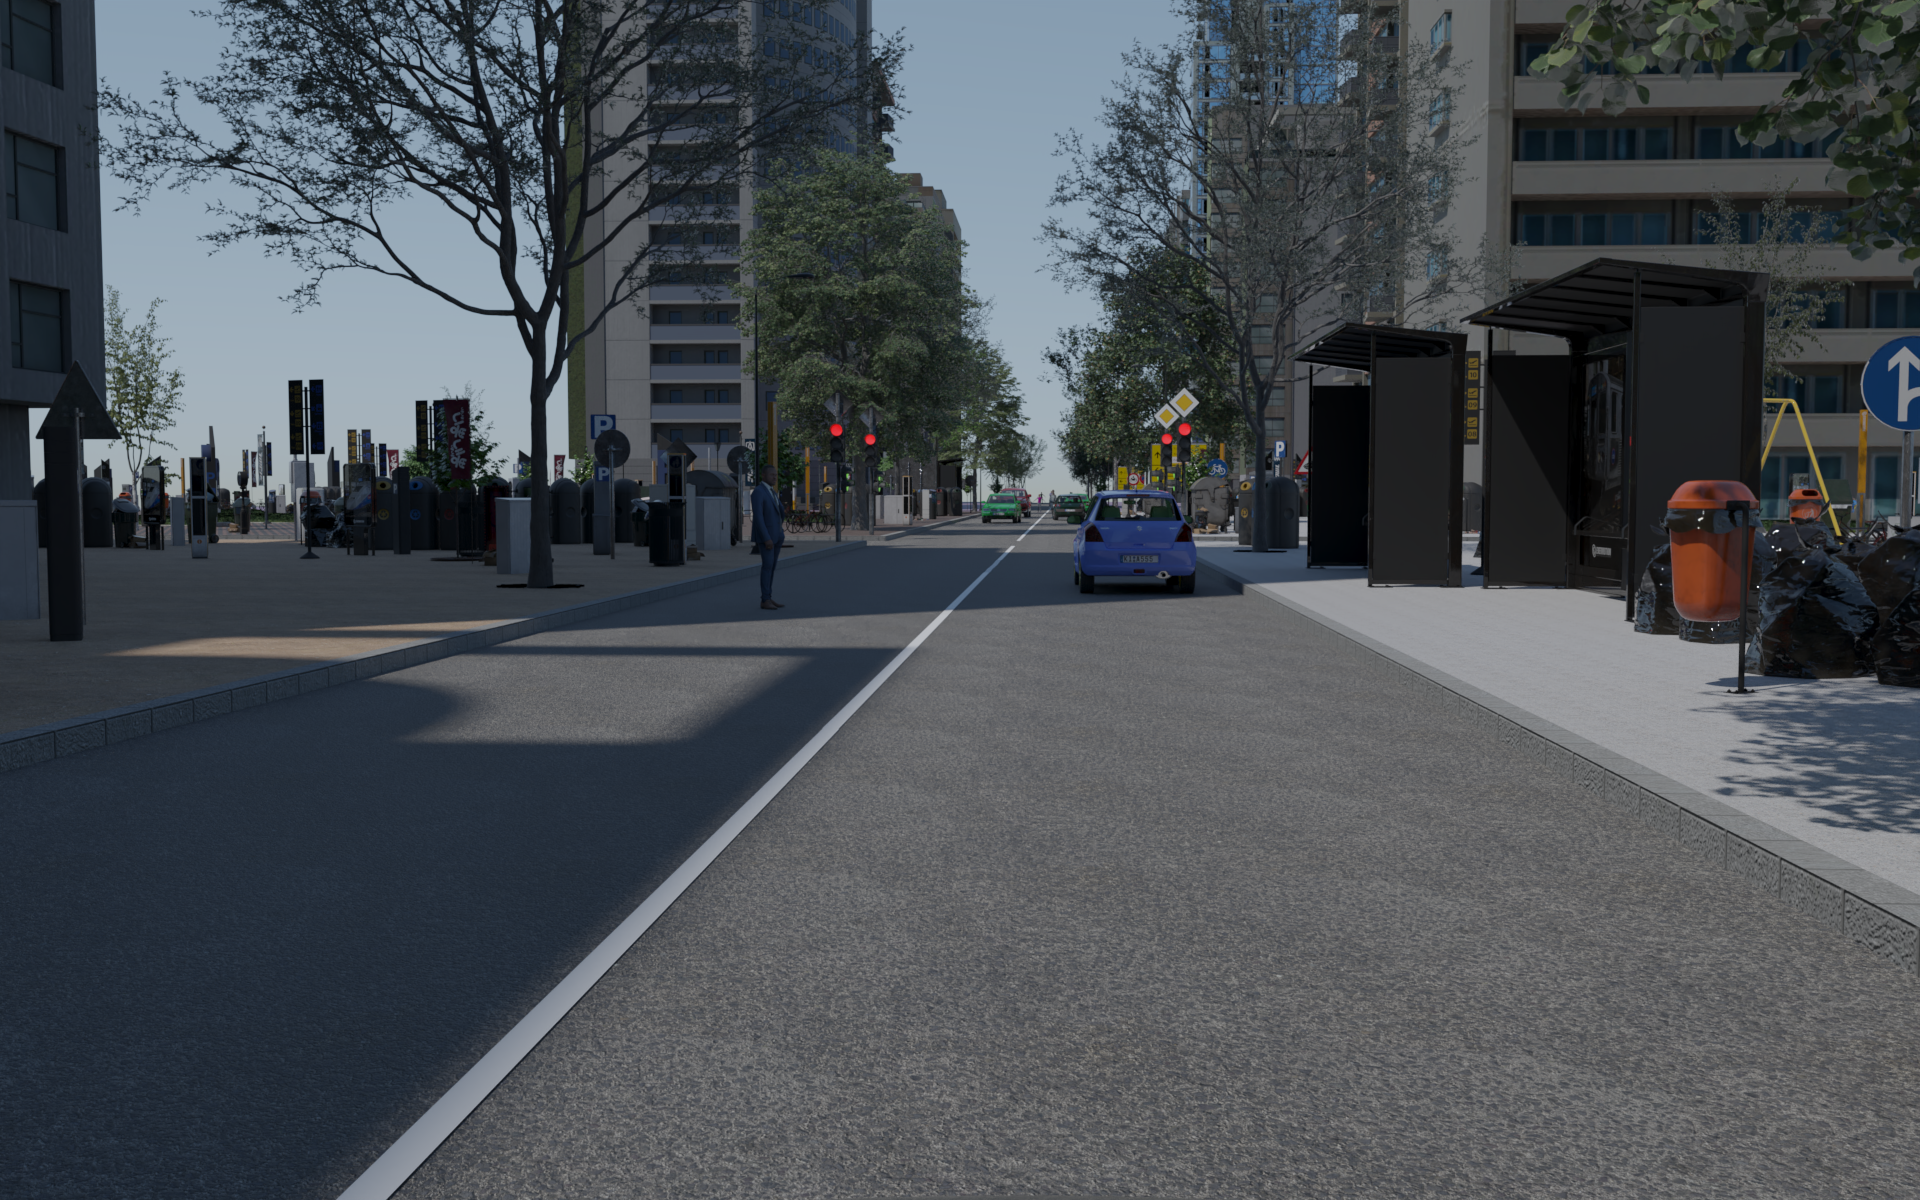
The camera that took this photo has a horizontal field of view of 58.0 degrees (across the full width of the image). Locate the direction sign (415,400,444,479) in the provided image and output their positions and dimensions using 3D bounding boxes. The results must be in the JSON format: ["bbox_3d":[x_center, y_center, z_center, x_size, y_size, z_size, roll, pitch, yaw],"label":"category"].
[{"bbox_3d":[-12.737,-3.043,41.755,0.876,3.537,0.379,1,4,22],"label":"direction sign"}]

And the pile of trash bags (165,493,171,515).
[{"bbox_3d":[-47.051,-5.666,102.387,1.912,1.369,3.447,-2,4,-29],"label":"pile of trash bags"}]

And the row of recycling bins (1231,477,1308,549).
[{"bbox_3d":[7.543,-2.145,42.180,1.069,1.692,3.534,0,4,-2],"label":"row of recycling bins"}]

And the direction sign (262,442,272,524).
[{"bbox_3d":[-30.033,-5.076,74.989,0.379,3.537,0.876,1,4,11],"label":"direction sign"}]

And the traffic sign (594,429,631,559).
[{"bbox_3d":[-6.831,-2.072,33.987,0.768,2.556,0.104,1,4,13],"label":"traffic sign"}]

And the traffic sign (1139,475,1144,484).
[{"bbox_3d":[10.435,-5.930,97.055,0.768,2.556,0.104,0,4,5],"label":"traffic sign"}]

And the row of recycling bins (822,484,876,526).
[{"bbox_3d":[-4.499,-3.872,70.424,1.069,1.692,3.534,-2,4,-32],"label":"row of recycling bins"}]

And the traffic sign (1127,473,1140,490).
[{"bbox_3d":[10.337,-6.312,103.301,0.768,2.556,0.104,1,4,9],"label":"traffic sign"}]

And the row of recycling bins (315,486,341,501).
[{"bbox_3d":[-46.649,-7.278,126.102,3.534,1.692,1.069,1,4,12],"label":"row of recycling bins"}]

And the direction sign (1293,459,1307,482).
[{"bbox_3d":[21.972,-7.343,112.050,0.876,3.537,0.379,1,4,13],"label":"direction sign"}]

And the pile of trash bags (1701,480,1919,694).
[{"bbox_3d":[6.237,-0.132,11.916,3.447,1.369,1.912,-2,4,-24],"label":"pile of trash bags"}]

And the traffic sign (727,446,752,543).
[{"bbox_3d":[-5.761,-2.774,45.465,0.768,2.556,0.104,1,4,9],"label":"traffic sign"}]

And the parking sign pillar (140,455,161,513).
[{"bbox_3d":[-56.041,-8.044,119.991,1.447,3.967,1.447,3,5,45],"label":"parking sign pillar"}]

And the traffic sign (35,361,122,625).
[{"bbox_3d":[-8.601,-1.034,16.904,0.884,2.594,0.081,0,4,5],"label":"traffic sign"}]

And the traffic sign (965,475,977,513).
[{"bbox_3d":[0.720,-7.052,115.405,0.768,2.556,0.104,0,4,6],"label":"traffic sign"}]

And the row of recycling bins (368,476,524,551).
[{"bbox_3d":[-11.972,-1.996,39.744,3.534,1.692,1.069,0,4,6],"label":"row of recycling bins"}]

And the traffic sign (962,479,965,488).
[{"bbox_3d":[0.066,-7.244,120.560,0.606,2.300,0.079,0,4,4],"label":"traffic sign"}]

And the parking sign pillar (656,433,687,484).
[{"bbox_3d":[-12.721,-5.381,76.456,1.447,3.967,1.447,0,4,2],"label":"parking sign pillar"}]

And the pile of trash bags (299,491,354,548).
[{"bbox_3d":[-15.374,-2.017,42.737,3.447,1.369,1.912,3,5,43],"label":"pile of trash bags"}]

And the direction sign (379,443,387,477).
[{"bbox_3d":[-25.894,-5.197,76.974,0.876,3.537,0.379,-3,4,-36],"label":"direction sign"}]

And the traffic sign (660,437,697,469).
[{"bbox_3d":[-5.723,-2.081,35.216,0.795,2.450,0.064,1,4,9],"label":"traffic sign"}]

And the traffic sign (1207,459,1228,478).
[{"bbox_3d":[9.256,-3.811,62.418,0.768,2.556,0.104,1,4,12],"label":"traffic sign"}]

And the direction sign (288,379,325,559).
[{"bbox_3d":[-12.925,-2.589,34.322,0.876,3.537,0.379,1,4,23],"label":"direction sign"}]

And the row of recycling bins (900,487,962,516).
[{"bbox_3d":[-1.588,-5.753,101.179,3.534,1.692,1.069,1,4,10],"label":"row of recycling bins"}]

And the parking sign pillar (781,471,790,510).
[{"bbox_3d":[-9.186,-6.014,86.800,1.447,3.967,1.447,-3,4,-36],"label":"parking sign pillar"}]

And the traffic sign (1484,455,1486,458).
[{"bbox_3d":[8.230,-1.573,25.719,0.884,2.594,0.081,1,4,13],"label":"traffic sign"}]

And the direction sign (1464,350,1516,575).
[{"bbox_3d":[8.305,-2.166,27.405,0.876,3.537,0.379,1,4,10],"label":"direction sign"}]

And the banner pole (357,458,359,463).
[{"bbox_3d":[-41.791,-8.006,120.908,0.401,3.779,0.863,2,4,34],"label":"banner pole"}]

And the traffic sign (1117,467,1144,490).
[{"bbox_3d":[12.789,-8.212,128.138,2.265,3.308,0.079,0,4,6],"label":"traffic sign"}]

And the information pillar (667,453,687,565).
[{"bbox_3d":[-5.125,-1.644,31.378,0.304,2.012,0.304,0,4,-1],"label":"information pillar"}]

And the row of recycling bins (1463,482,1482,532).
[{"bbox_3d":[17.524,-3.281,60.765,1.069,1.692,3.534,0,4,-1],"label":"row of recycling bins"}]

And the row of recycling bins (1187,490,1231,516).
[{"bbox_3d":[15.177,-5.844,102.667,3.534,1.692,1.069,0,4,-6],"label":"row of recycling bins"}]

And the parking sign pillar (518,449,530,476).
[{"bbox_3d":[-25.906,-7.093,104.439,1.447,3.967,1.447,-2,4,-31],"label":"parking sign pillar"}]

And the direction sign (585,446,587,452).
[{"bbox_3d":[-17.646,-5.495,81.833,0.379,3.537,0.876,0,4,-6],"label":"direction sign"}]

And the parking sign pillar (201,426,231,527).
[{"bbox_3d":[-29.353,-4.847,67.727,1.447,3.967,1.447,-2,4,-26],"label":"parking sign pillar"}]

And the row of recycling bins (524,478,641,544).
[{"bbox_3d":[-9.814,-2.305,44.793,3.534,1.692,1.069,-3,5,-43],"label":"row of recycling bins"}]

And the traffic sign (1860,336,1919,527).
[{"bbox_3d":[7.672,-0.852,14.040,0.768,2.556,0.104,1,4,10],"label":"traffic sign"}]

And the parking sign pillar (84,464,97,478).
[{"bbox_3d":[-57.201,-7.562,112.107,1.447,3.967,1.447,0,4,3],"label":"parking sign pillar"}]

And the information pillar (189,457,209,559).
[{"bbox_3d":[-15.155,-1.835,34.487,0.304,2.012,0.304,-1,4,-21],"label":"information pillar"}]

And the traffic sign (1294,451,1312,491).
[{"bbox_3d":[9.382,-2.837,46.382,0.884,2.594,0.081,0,4,5],"label":"traffic sign"}]

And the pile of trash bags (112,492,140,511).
[{"bbox_3d":[-61.305,-7.245,128.212,3.447,1.369,1.912,-3,5,-43],"label":"pile of trash bags"}]

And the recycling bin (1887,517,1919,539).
[{"bbox_3d":[10.833,-0.408,19.221,0.722,1.027,0.722,-1,4,-16],"label":"recycling bin"}]

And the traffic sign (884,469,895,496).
[{"bbox_3d":[-3.470,-5.318,87.059,0.768,2.556,0.104,0,4,8],"label":"traffic sign"}]

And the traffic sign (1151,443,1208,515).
[{"bbox_3d":[8.829,-4.646,69.838,2.265,3.308,0.079,1,4,8],"label":"traffic sign"}]

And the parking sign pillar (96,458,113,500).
[{"bbox_3d":[-64.978,-8.741,131.393,1.447,3.967,1.447,1,4,11],"label":"parking sign pillar"}]

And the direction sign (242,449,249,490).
[{"bbox_3d":[-36.203,-5.862,87.833,0.379,3.537,0.876,-3,5,-40],"label":"direction sign"}]

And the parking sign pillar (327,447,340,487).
[{"bbox_3d":[-35.805,-6.759,98.989,1.447,3.967,1.447,-2,4,-31],"label":"parking sign pillar"}]

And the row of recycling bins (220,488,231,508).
[{"bbox_3d":[-51.022,-6.880,119.598,1.069,1.692,3.534,-2,4,-31],"label":"row of recycling bins"}]

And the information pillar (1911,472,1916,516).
[{"bbox_3d":[31.324,-3.220,57.135,0.304,2.012,0.304,2,4,25],"label":"information pillar"}]

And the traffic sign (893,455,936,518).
[{"bbox_3d":[-2.384,-5.948,91.129,2.265,3.308,0.079,0,4,5],"label":"traffic sign"}]

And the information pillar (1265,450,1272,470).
[{"bbox_3d":[16.402,-6.173,92.282,0.504,3.616,0.183,-2,4,-24],"label":"information pillar"}]

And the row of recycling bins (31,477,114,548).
[{"bbox_3d":[-22.219,-2.115,41.697,3.534,1.692,1.069,0,4,-2],"label":"row of recycling bins"}]

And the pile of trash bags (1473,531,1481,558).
[{"bbox_3d":[12.160,-1.558,35.230,3.447,1.369,1.912,-3,4,-36],"label":"pile of trash bags"}]

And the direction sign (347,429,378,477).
[{"bbox_3d":[-20.940,-4.187,60.454,0.876,3.537,0.379,1,4,10],"label":"direction sign"}]

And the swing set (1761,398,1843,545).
[{"bbox_3d":[12.438,-1.870,28.191,3.119,2.851,2.862,-1,4,-18],"label":"swing set"}]
